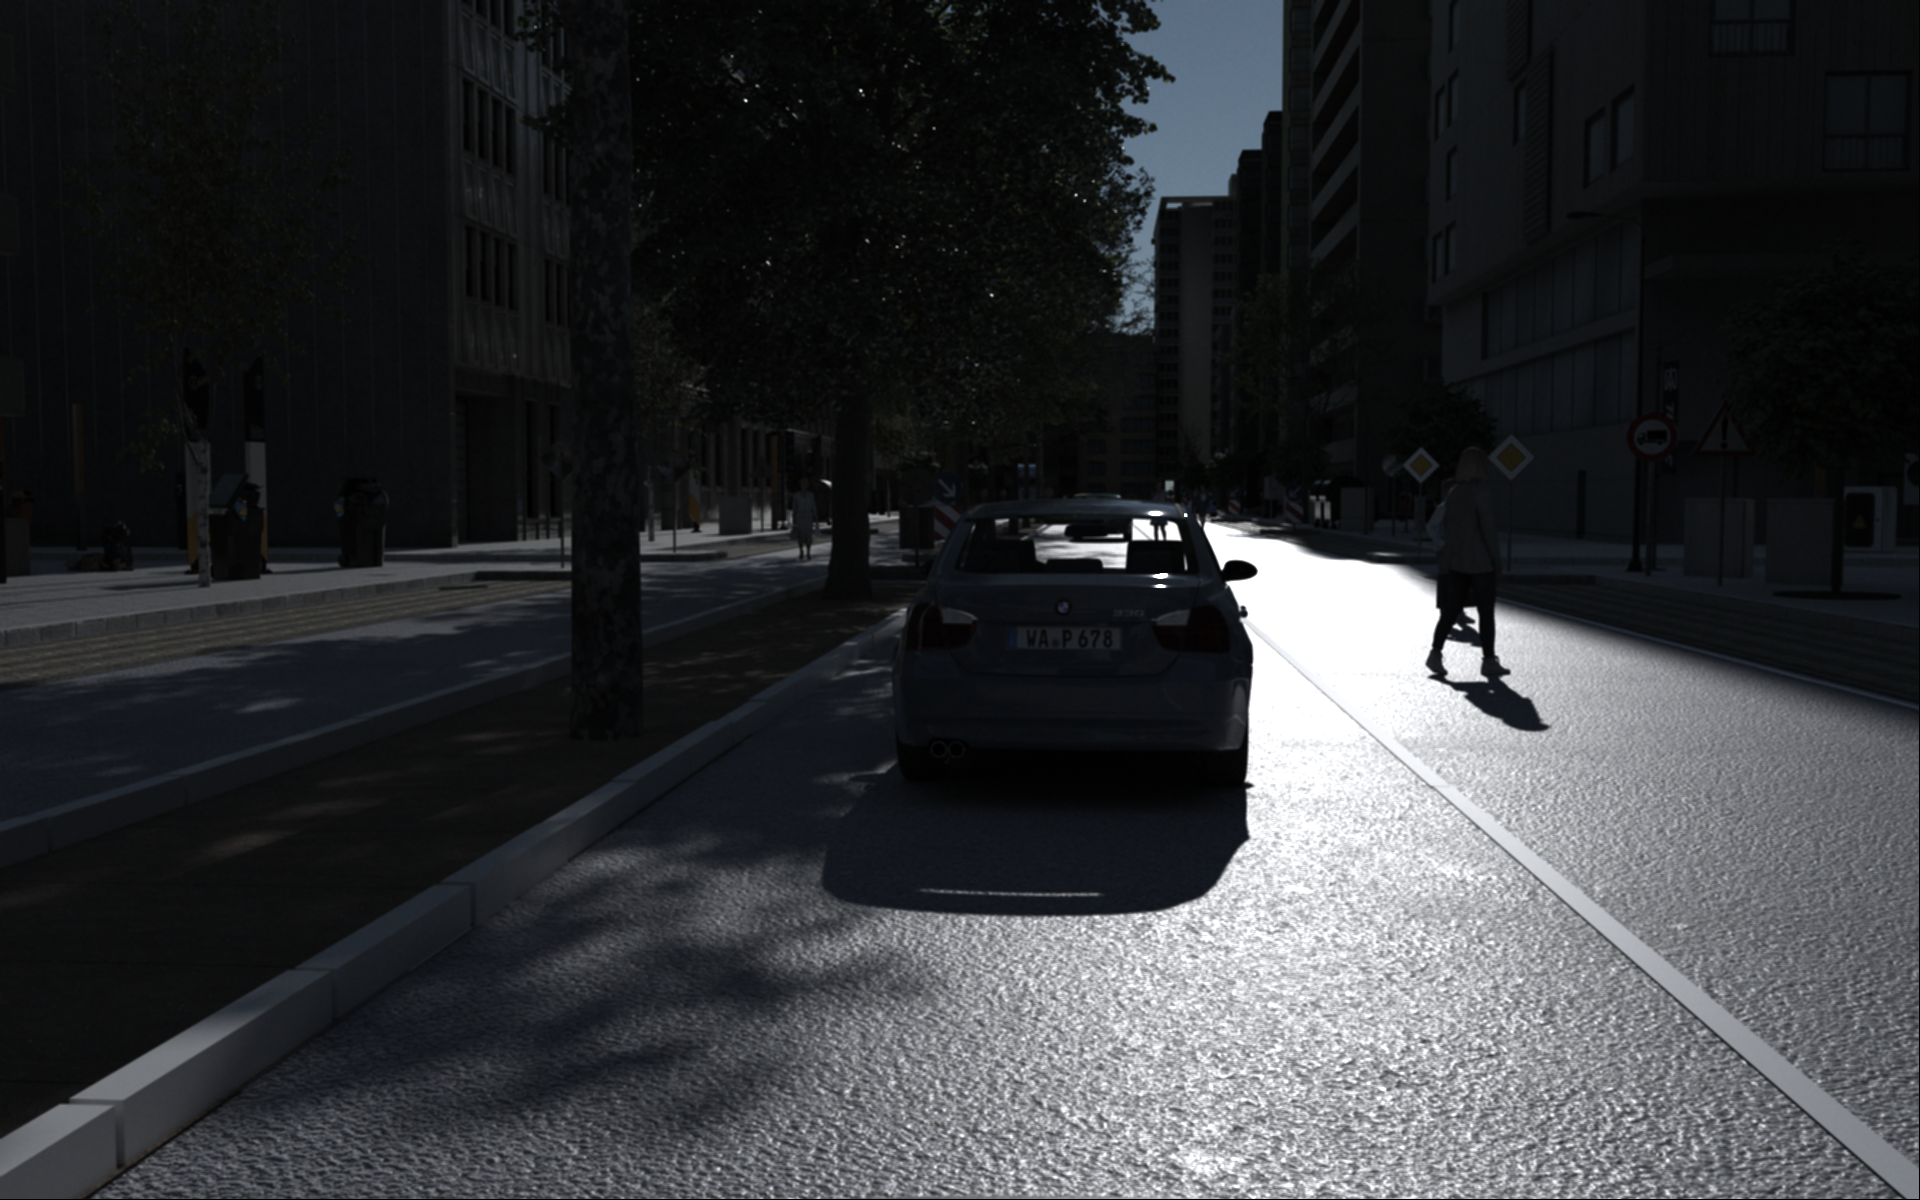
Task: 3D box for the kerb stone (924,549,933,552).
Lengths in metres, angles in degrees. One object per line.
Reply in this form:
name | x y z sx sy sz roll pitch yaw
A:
kerb stone | -0.846 -1.257 42.750 0.120 0.150 1.000 0 4 5

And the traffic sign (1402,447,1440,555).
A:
traffic sign | 9.736 -2.019 36.648 0.795 2.450 0.064 0 4 5

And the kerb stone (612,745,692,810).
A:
kerb stone | -1.467 0.851 8.275 0.120 0.150 1.000 0 4 5

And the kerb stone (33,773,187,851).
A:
kerb stone | -3.639 0.908 7.411 0.120 0.150 1.000 0 4 5

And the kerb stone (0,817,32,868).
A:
kerb stone | -3.722 0.967 6.386 0.120 0.150 1.000 0 4 5

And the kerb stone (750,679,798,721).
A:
kerb stone | -1.222 0.665 11.331 0.120 0.150 1.000 0 4 5

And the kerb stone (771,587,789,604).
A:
kerb stone | -2.429 -0.032 22.719 0.120 0.150 1.000 0 4 5

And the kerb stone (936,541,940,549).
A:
kerb stone | -0.686 -1.382 44.793 0.120 0.150 1.000 0 4 5

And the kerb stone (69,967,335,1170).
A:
kerb stone | -1.790 1.102 4.171 0.120 0.150 1.000 0 4 5

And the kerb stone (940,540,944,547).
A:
kerb stone | -0.604 -1.444 45.812 0.120 0.150 1.000 0 4 5

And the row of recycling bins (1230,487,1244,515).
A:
row of recycling bins | 17.421 -6.171 108.003 1.069 1.692 3.534 0 4 0

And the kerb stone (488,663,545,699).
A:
kerb stone | -3.238 0.594 12.509 0.120 0.150 1.000 0 4 5

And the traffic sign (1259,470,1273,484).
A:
traffic sign | 16.520 -5.704 93.371 0.768 2.556 0.104 0 4 6

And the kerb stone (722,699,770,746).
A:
kerb stone | -1.300 0.740 10.312 0.120 0.150 1.000 0 4 5

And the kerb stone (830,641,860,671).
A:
kerb stone | -0.976 0.477 14.393 0.120 0.150 1.000 0 4 5

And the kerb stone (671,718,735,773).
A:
kerb stone | -1.385 0.789 9.293 0.120 0.150 1.000 0 4 5

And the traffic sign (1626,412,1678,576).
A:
traffic sign | 10.797 -1.650 27.092 0.768 2.556 0.104 1 4 11

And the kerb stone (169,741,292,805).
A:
kerb stone | -3.555 0.844 8.432 0.120 0.150 1.000 0 4 5

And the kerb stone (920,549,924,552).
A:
kerb stone | -1.012 -1.132 40.696 0.120 0.150 1.000 0 4 5

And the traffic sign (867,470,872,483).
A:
traffic sign | -4.821 -5.343 87.469 0.768 2.556 0.104 1 4 8

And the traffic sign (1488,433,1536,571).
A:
traffic sign | 9.106 -1.532 28.688 0.795 2.450 0.064 0 4 5

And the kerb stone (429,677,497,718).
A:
kerb stone | -3.324 0.655 11.491 0.120 0.150 1.000 0 4 5

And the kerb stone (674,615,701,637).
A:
kerb stone | -2.832 0.288 17.608 0.120 0.150 1.000 0 4 5

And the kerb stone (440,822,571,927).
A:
kerb stone | -1.621 0.976 6.230 0.120 0.150 1.000 0 4 5

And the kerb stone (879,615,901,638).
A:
kerb stone | -0.737 0.290 17.452 0.120 0.150 1.000 0 4 5

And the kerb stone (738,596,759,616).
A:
kerb stone | -2.586 0.093 20.681 0.120 0.150 1.000 0 4 5

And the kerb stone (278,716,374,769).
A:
kerb stone | -3.483 0.788 9.452 0.120 0.150 1.000 0 4 5

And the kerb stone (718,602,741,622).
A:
kerb stone | -2.674 0.155 19.663 0.120 0.150 1.000 0 4 5

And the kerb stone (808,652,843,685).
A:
kerb stone | -1.058 0.540 13.370 0.120 0.150 1.000 0 4 5

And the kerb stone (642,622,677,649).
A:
kerb stone | -2.914 0.346 16.589 0.120 0.150 1.000 0 4 5

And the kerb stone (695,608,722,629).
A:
kerb stone | -2.751 0.218 18.626 0.120 0.150 1.000 0 4 5

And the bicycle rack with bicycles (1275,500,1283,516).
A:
bicycle rack with bicycles | 19.476 -5.534 103.855 2.852 0.926 2.925 0 4 1

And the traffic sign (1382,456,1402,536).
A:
traffic sign | 13.214 -3.218 52.717 0.768 2.556 0.104 1 4 10

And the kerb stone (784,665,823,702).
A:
kerb stone | -1.137 0.603 12.349 0.120 0.150 1.000 0 4 5

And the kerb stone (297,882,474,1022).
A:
kerb stone | -1.707 1.043 5.198 0.120 0.150 1.000 0 4 5

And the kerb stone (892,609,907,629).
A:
kerb stone | -0.660 0.227 18.478 0.120 0.150 1.000 0 4 5

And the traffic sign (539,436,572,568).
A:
traffic sign | -6.887 -1.610 29.968 0.795 2.450 0.064 0 4 5

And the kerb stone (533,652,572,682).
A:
kerb stone | -3.161 0.530 13.529 0.120 0.150 1.000 0 4 5

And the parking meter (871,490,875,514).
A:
parking meter | -5.452 -6.198 109.743 0.372 1.533 0.369 0 3 0

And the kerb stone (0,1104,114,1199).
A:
kerb stone | -1.872 1.165 3.144 0.120 0.150 1.000 0 4 5

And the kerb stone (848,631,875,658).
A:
kerb stone | -0.903 0.415 15.412 0.120 0.150 1.000 0 4 5

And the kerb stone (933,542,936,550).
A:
kerb stone | -0.765 -1.318 43.771 0.120 0.150 1.000 0 4 5

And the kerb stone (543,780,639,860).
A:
kerb stone | -1.545 0.920 7.250 0.120 0.150 1.000 0 4 5

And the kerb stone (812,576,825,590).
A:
kerb stone | -2.189 -0.220 25.787 0.120 0.150 1.000 0 4 5

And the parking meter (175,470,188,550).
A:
parking meter | -17.808 -2.090 39.875 0.255 1.863 0.399 2 4 30

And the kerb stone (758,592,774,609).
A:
kerb stone | -2.513 0.032 21.700 0.120 0.150 1.000 0 4 5

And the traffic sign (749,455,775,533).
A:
traffic sign | -6.597 -3.531 57.737 0.884 2.594 0.081 1 4 9

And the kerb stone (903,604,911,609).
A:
kerb stone | -0.577 0.167 19.496 0.120 0.150 1.000 0 4 5

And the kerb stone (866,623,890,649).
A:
kerb stone | -0.813 0.352 16.433 0.120 0.150 1.000 0 4 5

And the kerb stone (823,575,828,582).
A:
kerb stone | -2.109 -0.279 26.808 0.120 0.150 1.000 0 4 5

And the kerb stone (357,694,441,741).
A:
kerb stone | -3.400 0.717 10.472 0.120 0.150 1.000 0 4 5

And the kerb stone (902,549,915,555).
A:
kerb stone | -1.169 -1.006 38.641 0.120 0.150 1.000 0 4 5

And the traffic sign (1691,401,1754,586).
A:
traffic sign | 10.643 -1.479 24.190 0.884 2.594 0.081 0 4 5

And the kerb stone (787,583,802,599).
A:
kerb stone | -2.347 -0.095 23.746 0.120 0.150 1.000 0 4 5

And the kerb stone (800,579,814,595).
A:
kerb stone | -2.267 -0.157 24.765 0.120 0.150 1.000 0 4 5

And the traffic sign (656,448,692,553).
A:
traffic sign | -6.257 -2.097 37.928 0.795 2.450 0.064 0 4 5
